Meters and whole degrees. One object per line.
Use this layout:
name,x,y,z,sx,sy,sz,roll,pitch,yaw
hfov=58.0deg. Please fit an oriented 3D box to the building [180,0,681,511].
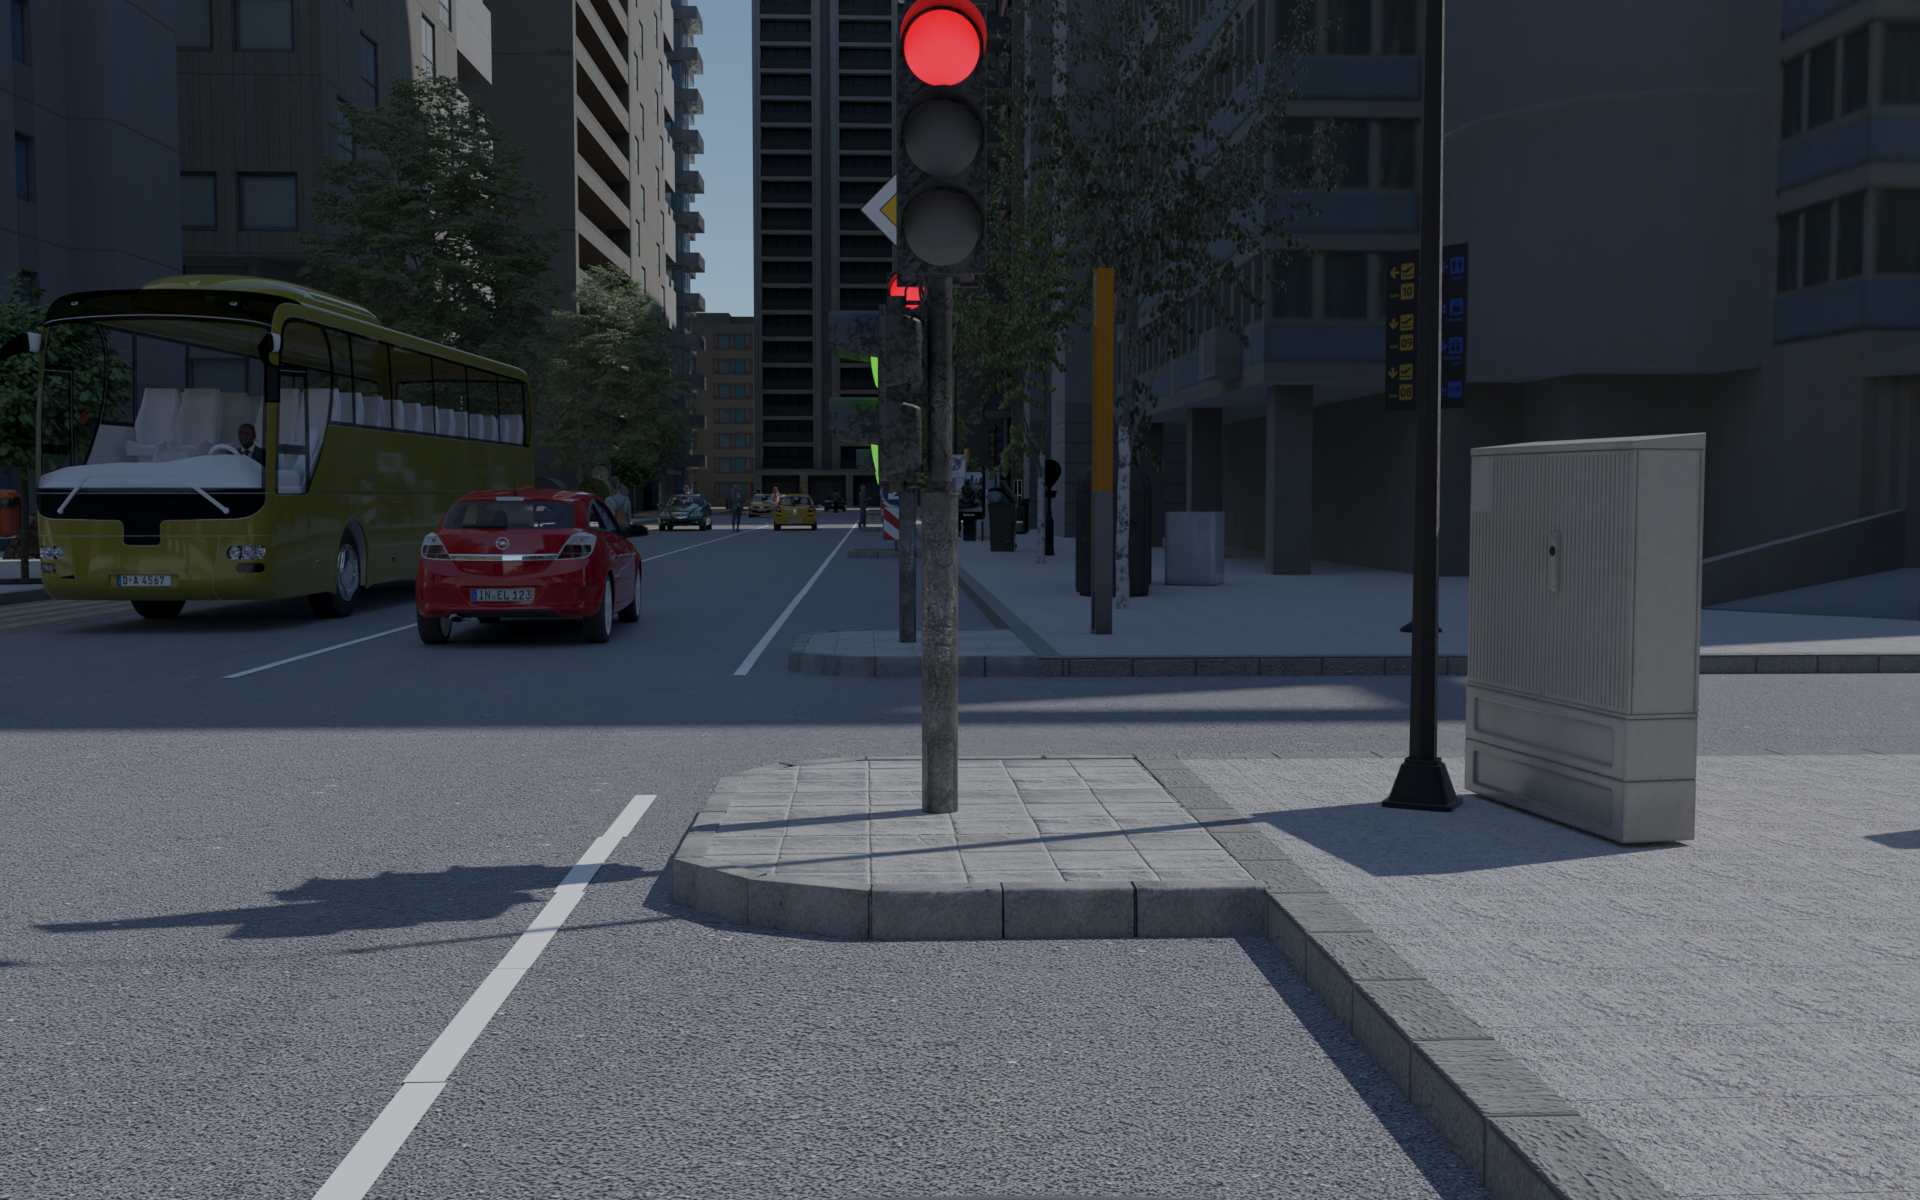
building,-35.061,-32.665,123.306,28.713,52.752,27.495,0,4,-3

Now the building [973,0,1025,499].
building,12.140,-27.541,104.917,22.147,44.769,28.867,0,4,-3

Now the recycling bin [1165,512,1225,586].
recycling bin,3.323,-0.731,24.504,0.722,1.027,0.722,1,4,19

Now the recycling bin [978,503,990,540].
recycling bin,0.994,-2.233,49.070,0.722,1.027,0.722,-3,4,-37

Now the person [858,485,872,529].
person,-3.939,-3.865,71.873,0.590,1.801,0.661,-1,4,-10

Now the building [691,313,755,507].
building,-36.122,-21.037,188.995,28.899,21.520,27.650,0,4,-3

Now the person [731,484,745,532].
person,-8.395,-3.484,65.643,0.537,1.800,0.526,-1,4,-18

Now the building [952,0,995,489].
building,8.941,-32.332,152.337,21.300,48.544,21.600,0,4,-3

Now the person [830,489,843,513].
person,-9.417,-7.532,131.662,1.348,1.823,0.705,3,5,41

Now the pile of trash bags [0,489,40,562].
pile of trash bags,-17.952,-1.491,34.135,1.912,1.369,3.447,0,4,1

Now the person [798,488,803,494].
person,-10.297,-6.301,111.527,1.348,1.822,0.705,2,4,24

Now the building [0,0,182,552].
building,-29.782,-29.764,28.636,21.231,58.520,28.212,0,4,-3

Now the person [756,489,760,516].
person,-13.023,-6.223,111.042,0.721,1.735,1.217,2,4,29

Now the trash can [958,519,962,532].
trash can,-0.255,-2.719,56.115,0.748,1.137,0.748,0,3,0

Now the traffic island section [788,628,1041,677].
traffic island section,-0.431,0.446,14.994,2.009,0.180,2.903,0,4,-3

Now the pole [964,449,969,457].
pole,0.294,-5.155,78.131,0.158,3.312,0.155,0,3,0

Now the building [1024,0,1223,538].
building,12.900,-31.899,63.544,21.231,58.520,28.212,0,4,-3

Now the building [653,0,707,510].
building,-37.717,-32.363,148.741,30.456,49.044,23.786,0,4,-3

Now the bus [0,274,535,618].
bus,-8.347,-1.939,23.256,2.896,3.916,12.252,0,4,-1

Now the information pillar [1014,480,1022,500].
information pillar,2.957,-5.149,88.678,0.304,2.012,0.304,-3,5,-41

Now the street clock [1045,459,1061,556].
street clock,1.863,-1.927,36.079,0.471,2.002,0.358,0,4,-4

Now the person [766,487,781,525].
person,-8.517,-4.280,79.068,0.643,1.750,0.593,1,4,21

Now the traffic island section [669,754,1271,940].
traffic island section,-0.059,0.934,7.017,2.009,0.180,2.903,0,4,-3

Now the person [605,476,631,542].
person,-5.178,-1.013,26.064,0.512,1.701,0.522,-3,5,-40

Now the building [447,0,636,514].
building,-31.034,-29.076,99.094,21.300,48.544,21.600,0,4,-3

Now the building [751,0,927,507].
building,-11.226,-45.674,185.018,20.611,71.187,20.563,0,4,-3

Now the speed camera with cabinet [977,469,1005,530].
speed camera with cabinet,1.071,-4.166,62.447,0.660,3.252,2.038,1,4,18

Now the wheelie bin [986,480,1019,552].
wheelie bin,0.947,-1.889,38.788,0.693,1.594,0.980,0,4,8

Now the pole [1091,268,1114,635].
pole,1.297,-1.342,15.783,0.158,3.312,0.155,0,3,0

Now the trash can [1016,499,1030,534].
trash can,1.904,-2.671,55.332,0.748,1.137,0.748,0,3,0

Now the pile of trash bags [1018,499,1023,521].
pile of trash bags,3.228,-4.469,82.826,1.912,1.369,3.447,-2,4,-28

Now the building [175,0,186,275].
building,-33.486,-29.066,64.465,28.713,52.752,27.495,0,4,-3

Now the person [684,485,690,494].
person,-12.248,-4.205,77.256,0.388,1.821,0.555,-3,4,-36

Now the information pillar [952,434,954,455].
information pillar,-0.258,-4.615,66.812,0.183,3.616,0.504,1,4,8

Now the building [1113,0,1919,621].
building,15.890,-20.833,32.505,23.993,40.220,32.217,0,4,-3
